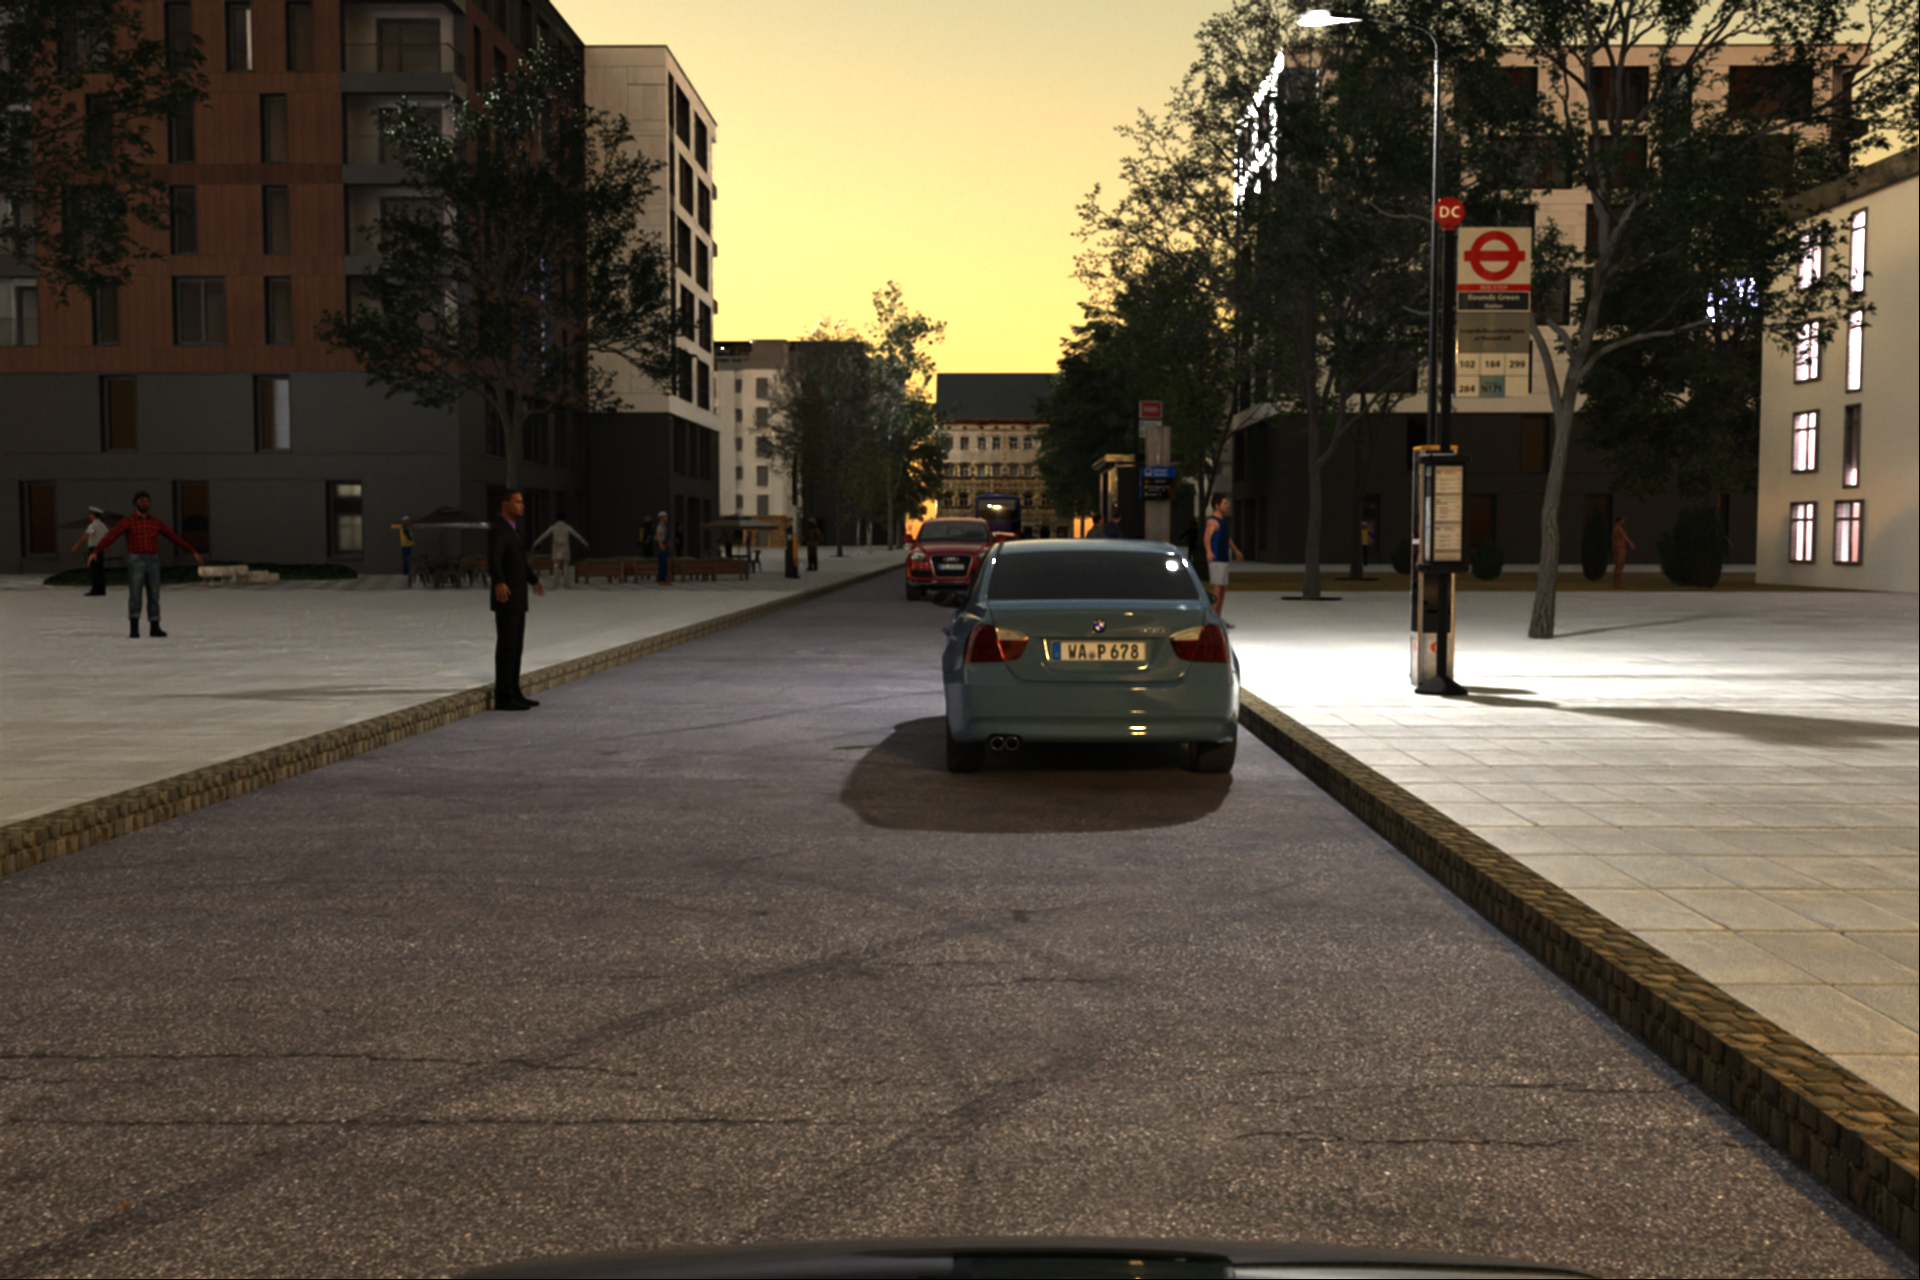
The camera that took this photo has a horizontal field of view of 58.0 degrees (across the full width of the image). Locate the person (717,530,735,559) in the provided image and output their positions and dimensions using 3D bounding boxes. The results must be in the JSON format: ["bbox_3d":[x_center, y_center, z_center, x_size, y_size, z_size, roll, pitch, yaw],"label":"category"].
[{"bbox_3d":[-9.482,-3.952,70.750,0.705,1.813,1.348,1,4,22],"label":"person"}]

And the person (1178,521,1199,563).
[{"bbox_3d":[9.618,-3.999,71.566,1.347,1.806,0.705,2,4,27],"label":"person"}]

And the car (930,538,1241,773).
[{"bbox_3d":[0.791,0.020,11.673,2.014,1.417,4.499,0,4,1],"label":"car"}]

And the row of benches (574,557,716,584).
[{"bbox_3d":[-8.383,-1.865,45.955,4.104,0.672,1.422,-3,5,-40],"label":"row of benches"}]

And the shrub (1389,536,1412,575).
[{"bbox_3d":[14.171,-2.685,55.009,1.383,1.207,1.383,0,3,0],"label":"shrub"}]

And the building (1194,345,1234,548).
[{"bbox_3d":[28.051,-19.088,168.506,16.016,20.090,11.380,0,4,1],"label":"building"}]

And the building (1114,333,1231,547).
[{"bbox_3d":[30.076,-21.315,192.473,27.936,21.610,32.646,0,4,1],"label":"building"}]

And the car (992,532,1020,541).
[{"bbox_3d":[1.012,-2.457,49.206,2.155,1.783,4.494,0,4,1],"label":"car"}]

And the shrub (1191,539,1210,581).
[{"bbox_3d":[6.736,-2.221,47.424,1.383,1.207,1.383,0,3,0],"label":"shrub"}]

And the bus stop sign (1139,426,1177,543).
[{"bbox_3d":[4.847,-3.271,42.497,0.837,3.901,0.837,0,4,2],"label":"bus stop sign"}]

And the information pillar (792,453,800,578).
[{"bbox_3d":[-4.762,-3.592,50.082,0.183,3.616,0.504,0,4,3],"label":"information pillar"}]

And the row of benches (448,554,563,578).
[{"bbox_3d":[-13.654,-2.272,52.617,1.422,0.672,4.104,3,4,36],"label":"row of benches"}]

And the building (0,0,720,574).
[{"bbox_3d":[-26.208,-13.873,70.793,27.936,21.610,32.646,0,4,1],"label":"building"}]

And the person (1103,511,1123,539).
[{"bbox_3d":[3.315,-1.872,37.098,0.568,1.767,0.683,-3,4,-37],"label":"person"}]

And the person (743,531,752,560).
[{"bbox_3d":[-9.588,-4.214,78.160,0.599,1.433,0.991,-2,4,-25],"label":"person"}]

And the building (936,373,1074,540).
[{"bbox_3d":[5.914,-24.551,234.792,18.063,23.208,19.493,0,4,0],"label":"building"}]

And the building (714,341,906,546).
[{"bbox_3d":[-21.084,-21.769,199.897,27.936,21.610,32.646,0,4,2],"label":"building"}]

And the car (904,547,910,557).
[{"bbox_3d":[-0.848,-2.874,59.346,2.083,1.381,4.827,0,4,1],"label":"car"}]

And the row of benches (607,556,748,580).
[{"bbox_3d":[-8.028,-2.034,48.721,4.104,0.672,1.422,1,4,9],"label":"row of benches"}]

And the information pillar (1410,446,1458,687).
[{"bbox_3d":[3.981,-0.616,14.568,0.304,2.012,0.304,0,4,1],"label":"information pillar"}]

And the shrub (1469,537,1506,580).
[{"bbox_3d":[14.661,-2.266,48.160,1.383,1.207,1.383,0,3,0],"label":"shrub"}]

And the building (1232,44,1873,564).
[{"bbox_3d":[27.700,-14.989,89.044,27.936,21.610,32.646,0,4,1],"label":"building"}]

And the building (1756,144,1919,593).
[{"bbox_3d":[25.012,-5.446,31.191,9.099,9.664,28.070,0,4,1],"label":"building"}]

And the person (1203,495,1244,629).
[{"bbox_3d":[3.509,-1.049,23.325,0.704,1.807,1.345,2,4,27],"label":"person"}]

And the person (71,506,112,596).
[{"bbox_3d":[-18.004,-1.851,36.049,0.704,1.855,1.343,0,4,5],"label":"person"}]

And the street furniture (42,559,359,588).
[{"bbox_3d":[-19.828,-1.870,46.197,5.734,0.657,10.072,0,4,5],"label":"street furniture"}]

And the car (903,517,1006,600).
[{"bbox_3d":[-0.107,-1.858,39.056,2.281,1.827,5.304,0,4,2],"label":"car"}]

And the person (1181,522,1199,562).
[{"bbox_3d":[9.960,-4.111,73.347,1.346,1.812,0.704,-2,4,-31],"label":"person"}]

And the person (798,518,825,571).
[{"bbox_3d":[-5.186,-3.356,60.636,1.354,1.858,0.705,3,5,39],"label":"person"}]

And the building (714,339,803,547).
[{"bbox_3d":[-21.871,-19.154,169.584,16.016,20.090,11.380,0,4,1],"label":"building"}]

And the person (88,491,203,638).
[{"bbox_3d":[-10.144,-0.944,21.542,1.345,1.816,0.704,-3,5,-42],"label":"person"}]

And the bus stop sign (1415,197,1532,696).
[{"bbox_3d":[4.092,-1.536,13.811,0.855,3.939,0.416,0,4,2],"label":"bus stop sign"}]

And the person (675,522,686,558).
[{"bbox_3d":[-10.540,-3.592,65.455,0.721,1.740,1.216,0,4,5],"label":"person"}]

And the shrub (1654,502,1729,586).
[{"bbox_3d":[18.163,-2.381,42.969,1.661,2.075,1.752,0,3,0],"label":"shrub"}]

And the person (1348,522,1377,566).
[{"bbox_3d":[16.009,-3.817,68.873,1.216,1.772,0.721,0,4,-8],"label":"person"}]
